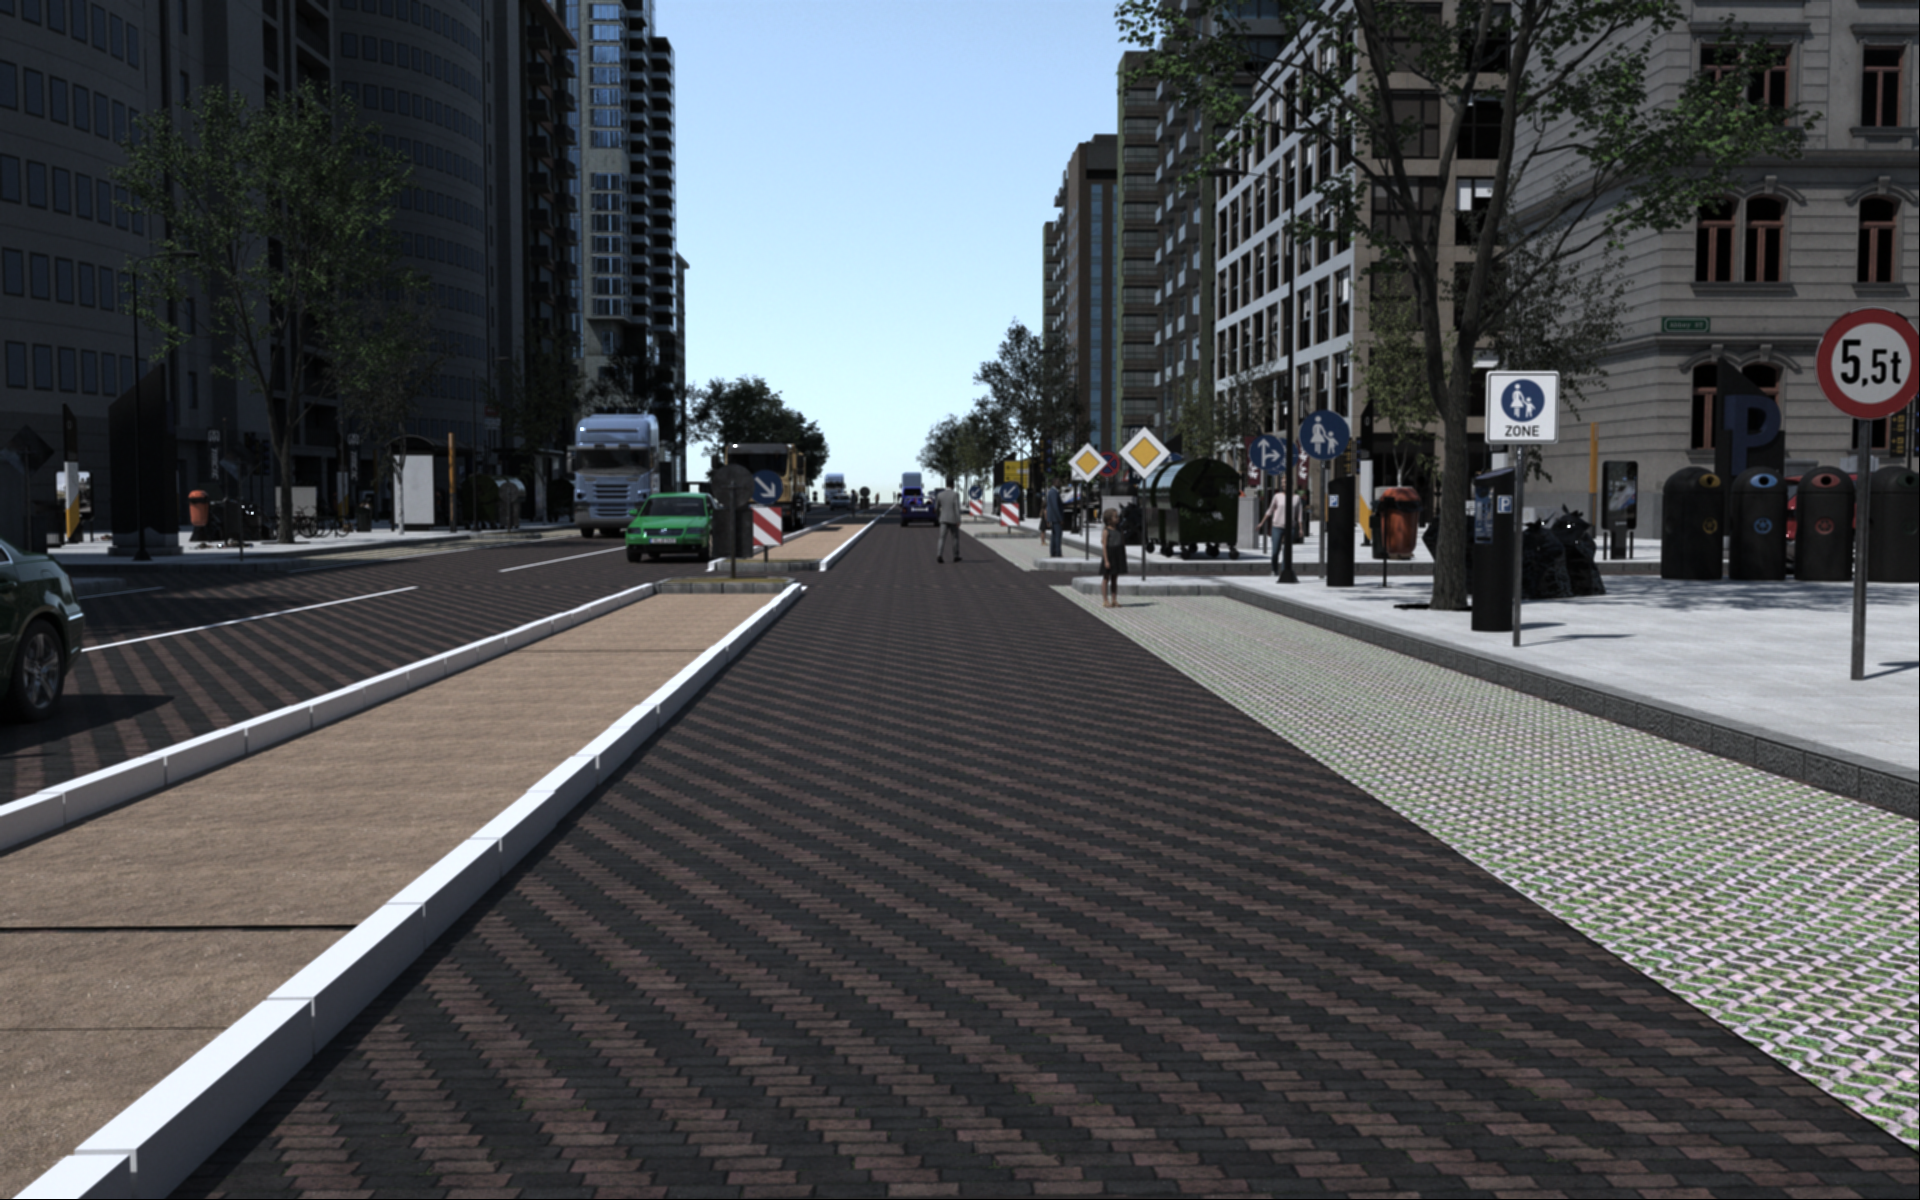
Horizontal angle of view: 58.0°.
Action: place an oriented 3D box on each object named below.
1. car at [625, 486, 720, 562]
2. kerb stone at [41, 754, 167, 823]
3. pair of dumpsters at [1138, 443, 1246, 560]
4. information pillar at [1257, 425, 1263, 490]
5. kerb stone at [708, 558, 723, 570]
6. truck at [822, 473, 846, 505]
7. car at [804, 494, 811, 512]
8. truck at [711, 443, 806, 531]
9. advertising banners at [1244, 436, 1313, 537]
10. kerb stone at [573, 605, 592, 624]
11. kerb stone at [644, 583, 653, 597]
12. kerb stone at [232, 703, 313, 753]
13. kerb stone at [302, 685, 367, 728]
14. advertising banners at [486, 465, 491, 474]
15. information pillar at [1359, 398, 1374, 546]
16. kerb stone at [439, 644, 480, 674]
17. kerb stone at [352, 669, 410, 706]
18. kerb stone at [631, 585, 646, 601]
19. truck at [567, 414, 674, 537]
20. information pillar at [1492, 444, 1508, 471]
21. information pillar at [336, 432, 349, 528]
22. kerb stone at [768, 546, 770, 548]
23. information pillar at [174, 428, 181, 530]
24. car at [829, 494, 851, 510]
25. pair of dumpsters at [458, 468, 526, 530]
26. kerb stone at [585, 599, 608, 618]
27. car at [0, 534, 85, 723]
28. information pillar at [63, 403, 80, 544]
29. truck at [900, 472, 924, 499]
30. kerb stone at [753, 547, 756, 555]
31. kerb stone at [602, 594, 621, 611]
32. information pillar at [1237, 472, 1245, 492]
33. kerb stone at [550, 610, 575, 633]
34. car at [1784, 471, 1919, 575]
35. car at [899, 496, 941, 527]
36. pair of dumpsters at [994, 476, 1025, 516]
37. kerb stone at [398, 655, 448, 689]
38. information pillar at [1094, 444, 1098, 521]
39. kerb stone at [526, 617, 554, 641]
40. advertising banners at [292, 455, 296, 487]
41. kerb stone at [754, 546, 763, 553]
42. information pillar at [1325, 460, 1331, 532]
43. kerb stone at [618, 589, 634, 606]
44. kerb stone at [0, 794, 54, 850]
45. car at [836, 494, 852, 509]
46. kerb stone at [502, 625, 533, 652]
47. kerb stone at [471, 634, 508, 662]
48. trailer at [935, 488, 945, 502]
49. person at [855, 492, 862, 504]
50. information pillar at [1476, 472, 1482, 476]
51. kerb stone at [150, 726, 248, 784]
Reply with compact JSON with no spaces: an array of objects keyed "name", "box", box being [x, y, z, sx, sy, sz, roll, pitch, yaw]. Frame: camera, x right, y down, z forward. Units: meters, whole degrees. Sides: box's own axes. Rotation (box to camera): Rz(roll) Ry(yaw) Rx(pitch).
[{"name":"car","box":[-6.146,-1.779,37.881,1.959,1.807,4.718,0,4,-1]},{"name":"kerb stone","box":[-3.930,0.871,7.955,0.120,0.150,1.000,0,4,-2]},{"name":"pair of dumpsters","box":[4.714,-2.016,35.451,1.574,2.255,4.437,0,4,-2]},{"name":"information pillar","box":[10.201,-4.134,58.951,0.183,3.616,0.504,0,4,-5]},{"name":"kerb stone","box":[-4.691,-0.666,33.091,0.120,0.150,1.000,0,4,-2]},{"name":"truck","box":[-16.284,-14.742,230.784,2.967,4.110,18.799,0,4,-1]},{"name":"car","box":[-12.946,-7.872,138.490,2.009,1.686,4.222,0,4,0]},{"name":"truck","box":[-7.676,-4.442,68.554,3.469,3.379,9.791,0,4,-1]},{"name":"advertising banners","box":[9.548,-3.415,52.019,2.074,3.025,0.090,1,4,19]},{"name":"kerb stone","box":[-4.266,0.191,19.232,0.120,0.150,1.000,0,4,-2]},{"name":"kerb stone","box":[-4.421,-0.131,24.344,0.120,0.150,1.000,0,4,-2]},{"name":"kerb stone","box":[-3.984,0.746,10.001,0.120,0.150,1.000,0,4,-2]},{"name":"kerb stone","box":[-4.010,0.686,11.023,0.120,0.150,1.000,0,4,-2]},{"name":"advertising banners","box":[-28.779,-6.507,102.578,2.074,3.025,0.090,-2,4,-33]},{"name":"information pillar","box":[10.002,-3.135,42.606,0.183,3.616,0.504,-1,4,-16]},{"name":"kerb stone","box":[-4.113,0.495,14.102,0.120,0.150,1.000,0,4,-2]},{"name":"kerb stone","box":[-4.046,0.621,12.044,0.120,0.150,1.000,0,4,-2]},{"name":"kerb stone","box":[-4.396,-0.069,23.322,0.120,0.150,1.000,0,4,-2]},{"name":"truck","box":[-11.688,-4.553,64.195,2.967,4.110,18.799,0,4,-3]},{"name":"information pillar","box":[10.919,-2.670,35.011,0.183,3.616,0.504,-1,4,-13]},{"name":"information pillar","box":[-23.222,-4.510,65.097,0.183,3.616,0.504,2,4,25]},{"name":"kerb stone","box":[-5.037,-1.356,44.368,0.120,0.150,1.000,0,4,-2]},{"name":"information pillar","box":[-27.688,-4.272,61.199,0.183,3.616,0.504,-2,4,-26]},{"name":"car","box":[-10.682,-8.748,155.025,2.014,1.417,4.499,0,4,-1]},{"name":"pair of dumpsters","box":[-17.019,-3.703,63.039,1.574,2.255,4.437,0,4,-2]},{"name":"kerb stone","box":[-4.296,0.119,20.256,0.120,0.150,1.000,0,4,-2]},{"name":"car","box":[-6.607,0.140,9.508,2.131,1.459,4.920,0,4,-3]},{"name":"information pillar","box":[-22.941,-3.263,44.703,0.183,3.616,0.504,0,4,4]},{"name":"truck","box":[-5.783,-13.391,208.698,2.967,4.110,18.799,0,4,-2]},{"name":"kerb stone","box":[-4.914,-1.105,40.262,0.120,0.150,1.000,0,4,-2]},{"name":"kerb stone","box":[-4.335,0.057,21.277,0.120,0.150,1.000,0,4,-2]},{"name":"information pillar","box":[9.134,-3.201,56.823,0.304,2.012,0.304,2,4,32]},{"name":"kerb stone","box":[-4.235,0.244,18.203,0.120,0.150,1.000,0,4,-2]},{"name":"car","box":[16.227,-1.294,29.834,5.304,1.827,2.281,0,4,-1]},{"name":"car","box":[-1.743,-3.937,76.958,1.945,1.354,3.894,0,4,0]},{"name":"pair of dumpsters","box":[2.808,-5.834,97.886,1.574,2.255,4.437,0,4,-2]},{"name":"kerb stone","box":[-4.081,0.558,13.076,0.120,0.150,1.000,0,4,-2]},{"name":"information pillar","box":[6.335,-5.511,81.465,0.183,3.616,0.504,-1,4,-14]},{"name":"kerb stone","box":[-4.212,0.307,17.181,0.120,0.150,1.000,0,4,-2]},{"name":"advertising banners","box":[-30.111,-4.994,77.836,0.090,3.025,2.074,-2,4,-34]},{"name":"kerb stone","box":[-4.980,-1.231,42.322,0.120,0.150,1.000,0,4,-2]},{"name":"information pillar","box":[12.292,-4.073,57.942,0.183,3.616,0.504,2,4,28]},{"name":"kerb stone","box":[-4.364,-0.002,22.300,0.120,0.150,1.000,0,4,-2]},{"name":"kerb stone","box":[-3.891,0.937,6.933,0.120,0.150,1.000,0,4,-2]},{"name":"car","box":[-11.226,-9.702,168.851,2.015,1.641,3.980,0,4,-2]},{"name":"kerb stone","box":[-4.176,0.374,16.159,0.120,0.150,1.000,0,4,-2]},{"name":"kerb stone","box":[-4.145,0.433,15.124,0.120,0.150,1.000,0,4,-2]},{"name":"trailer","box":[-2.049,-10.216,174.074,1.471,1.999,3.904,0,4,-3]},{"name":"person","box":[-13.561,-13.400,228.303,1.217,1.736,0.721,-1,4,-17]},{"name":"information pillar","box":[17.416,-3.264,57.866,0.304,2.012,0.304,0,4,-6]},{"name":"kerb stone","box":[-3.959,0.808,8.979,0.120,0.150,1.000,0,4,-2]}]
